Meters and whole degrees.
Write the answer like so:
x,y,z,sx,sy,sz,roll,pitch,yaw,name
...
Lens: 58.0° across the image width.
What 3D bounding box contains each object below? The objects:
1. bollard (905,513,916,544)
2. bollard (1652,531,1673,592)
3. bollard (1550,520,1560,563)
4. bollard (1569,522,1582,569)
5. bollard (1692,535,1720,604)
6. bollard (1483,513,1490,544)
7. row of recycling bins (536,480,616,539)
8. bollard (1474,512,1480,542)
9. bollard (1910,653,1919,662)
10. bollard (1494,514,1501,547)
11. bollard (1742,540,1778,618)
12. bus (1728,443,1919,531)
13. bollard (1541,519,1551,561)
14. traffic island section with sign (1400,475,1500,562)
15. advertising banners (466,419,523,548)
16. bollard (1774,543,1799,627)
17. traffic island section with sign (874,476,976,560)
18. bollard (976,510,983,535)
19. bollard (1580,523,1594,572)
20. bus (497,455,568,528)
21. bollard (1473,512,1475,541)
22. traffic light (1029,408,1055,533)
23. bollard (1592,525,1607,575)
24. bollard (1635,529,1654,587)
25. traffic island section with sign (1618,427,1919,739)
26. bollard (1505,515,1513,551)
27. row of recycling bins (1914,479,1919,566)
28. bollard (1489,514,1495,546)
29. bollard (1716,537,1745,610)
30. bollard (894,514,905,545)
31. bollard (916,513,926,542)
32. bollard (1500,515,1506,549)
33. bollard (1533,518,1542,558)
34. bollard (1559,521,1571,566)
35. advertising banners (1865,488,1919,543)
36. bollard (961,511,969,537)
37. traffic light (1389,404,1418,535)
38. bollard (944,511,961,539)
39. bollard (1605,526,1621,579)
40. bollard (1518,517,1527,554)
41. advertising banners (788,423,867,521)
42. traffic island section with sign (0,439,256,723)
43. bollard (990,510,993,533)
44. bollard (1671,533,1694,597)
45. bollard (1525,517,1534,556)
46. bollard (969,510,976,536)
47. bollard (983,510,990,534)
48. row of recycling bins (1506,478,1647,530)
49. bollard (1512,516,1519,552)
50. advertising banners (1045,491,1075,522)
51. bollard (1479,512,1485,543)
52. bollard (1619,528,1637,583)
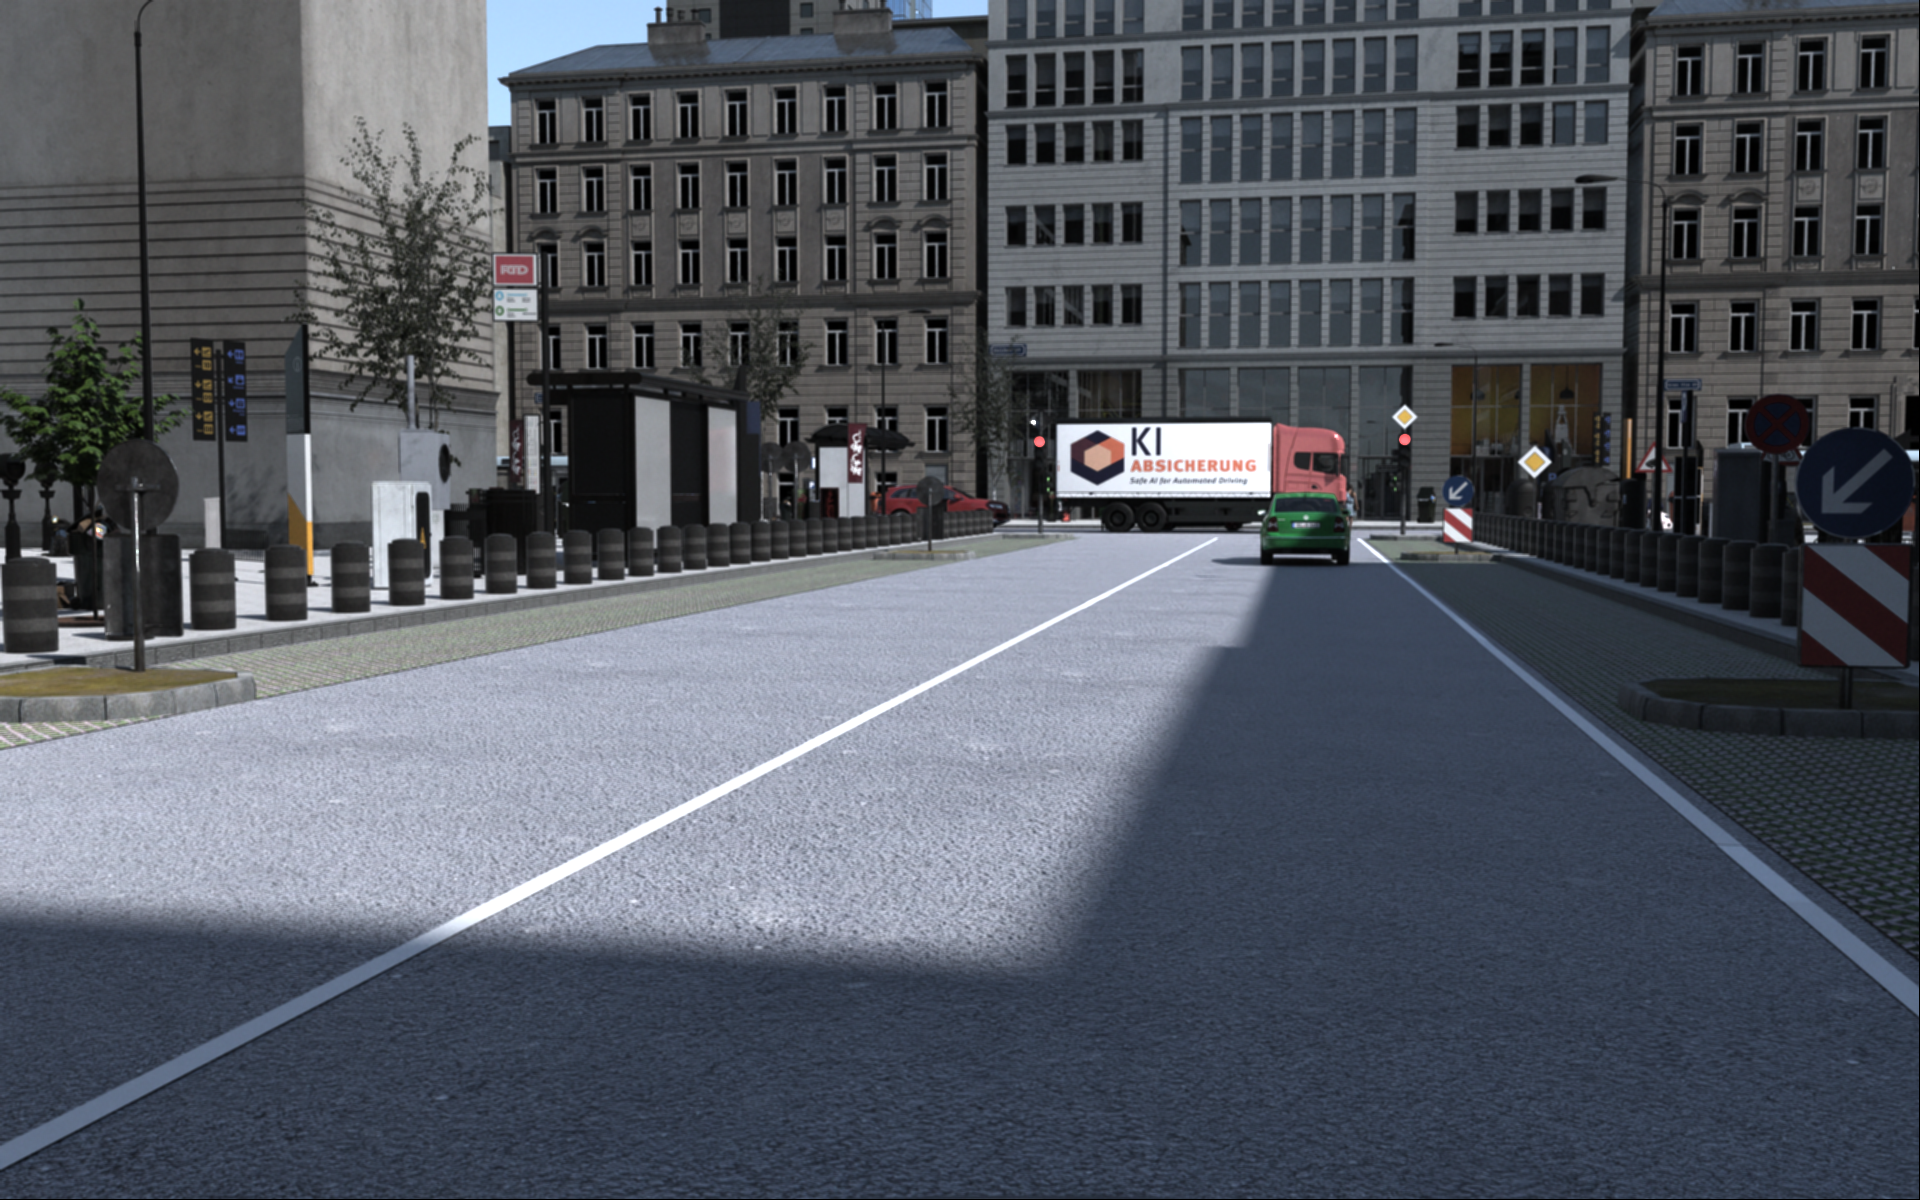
x,y,z,sx,sy,sz,roll,pitch,yaw,name
-1.456,-1.845,44.881,0.404,0.777,0.398,0,3,0,bollard
9.404,-0.495,22.812,0.404,0.777,0.398,0,3,0,bollard
11.291,-1.076,32.302,0.404,0.777,0.398,0,3,0,bollard
10.815,-0.930,29.916,0.404,0.777,0.398,0,3,0,bollard
8.935,-0.350,20.442,0.404,0.777,0.398,0,3,0,bollard
13.631,-1.798,44.107,0.404,0.777,0.398,0,3,0,bollard
-10.738,-2.628,50.080,3.534,1.692,1.069,0,4,-4,row of recycling bins
14.106,-1.943,46.489,0.404,0.777,0.398,0,3,0,bollard
7.521,0.085,13.323,0.404,0.777,0.398,0,3,0,bollard
13.165,-1.653,41.746,0.404,0.777,0.398,0,3,0,bollard
8.461,-0.205,18.064,0.404,0.777,0.398,0,3,0,bollard
34.499,-4.071,61.420,13.247,3.499,2.948,1,4,12,bus
11.524,-1.148,33.481,0.404,0.777,0.398,0,3,0,bollard
10.596,-1.765,37.491,1.989,1.847,2.006,1,4,11,traffic island section with sign
-10.976,-2.736,40.928,2.074,3.025,0.090,2,4,35,advertising banners
8.227,-0.132,16.870,0.404,0.777,0.398,0,3,0,bollard
-0.714,-1.808,38.186,1.989,1.847,2.006,1,4,11,traffic island section with sign
0.423,-2.423,54.327,0.404,0.777,0.398,0,3,0,bollard
10.579,-0.857,28.726,0.404,0.777,0.398,0,3,0,bollard
-20.188,-4.737,72.303,13.247,3.499,2.948,1,4,11,bus
14.345,-2.017,47.694,0.404,0.777,0.398,0,3,0,bollard
2.651,-4.134,56.509,0.839,4.253,0.868,1,4,11,traffic light
10.345,-0.785,27.545,0.404,0.777,0.398,0,3,0,bollard
9.639,-0.567,23.990,0.404,0.777,0.398,0,3,0,bollard
5.344,-0.148,11.051,1.989,1.847,2.006,1,4,11,traffic island section with sign
12.694,-1.508,39.377,0.404,0.777,0.398,0,3,0,bollard
15.599,-1.233,27.269,1.069,1.692,3.534,2,4,30,row of recycling bins
13.398,-1.725,42.925,0.404,0.777,0.398,0,3,0,bollard
8.698,-0.278,19.255,0.404,0.777,0.398,0,3,0,bollard
-1.691,-1.773,43.699,0.404,0.777,0.398,0,3,0,bollard
-1.222,-1.917,46.068,0.404,0.777,0.398,0,3,0,bollard
12.933,-1.581,40.564,0.404,0.777,0.398,0,3,0,bollard
11.757,-1.220,34.661,0.404,0.777,0.398,0,3,0,bollard
11.049,-1.002,31.099,0.404,0.777,0.398,0,3,0,bollard
11.896,-1.512,20.915,0.090,3.025,2.074,-2,4,-33,advertising banners
-0.048,-2.278,51.964,0.404,0.777,0.398,0,3,0,bollard
13.897,-3.999,54.301,0.839,4.253,0.868,1,4,11,traffic light
-0.287,-2.206,50.787,0.404,0.777,0.398,0,3,0,bollard
10.108,-0.712,26.350,0.404,0.777,0.398,0,3,0,bollard
12.225,-1.364,37.018,0.404,0.777,0.398,0,3,0,bollard
-3.214,-2.818,42.257,2.074,3.025,0.090,-2,4,-25,advertising banners
-5.962,-0.191,11.745,1.989,1.847,2.006,1,4,11,traffic island section with sign
0.886,-2.568,56.698,0.404,0.777,0.398,0,3,0,bollard
9.170,-0.423,21.633,0.404,0.777,0.398,0,3,0,bollard
11.991,-1.292,35.840,0.404,0.777,0.398,0,3,0,bollard
0.187,-2.351,53.148,0.404,0.777,0.398,0,3,0,bollard
0.657,-2.495,55.517,0.404,0.777,0.398,0,3,0,bollard
16.351,-2.378,45.992,3.534,1.692,1.069,1,4,15,row of recycling bins
12.460,-1.436,38.199,0.404,0.777,0.398,0,3,0,bollard
4.858,-5.122,79.926,2.074,3.025,0.090,-2,4,-28,advertising banners
13.871,-1.871,45.305,0.404,0.777,0.398,0,3,0,bollard
9.875,-0.639,25.170,0.404,0.777,0.398,0,3,0,bollard
